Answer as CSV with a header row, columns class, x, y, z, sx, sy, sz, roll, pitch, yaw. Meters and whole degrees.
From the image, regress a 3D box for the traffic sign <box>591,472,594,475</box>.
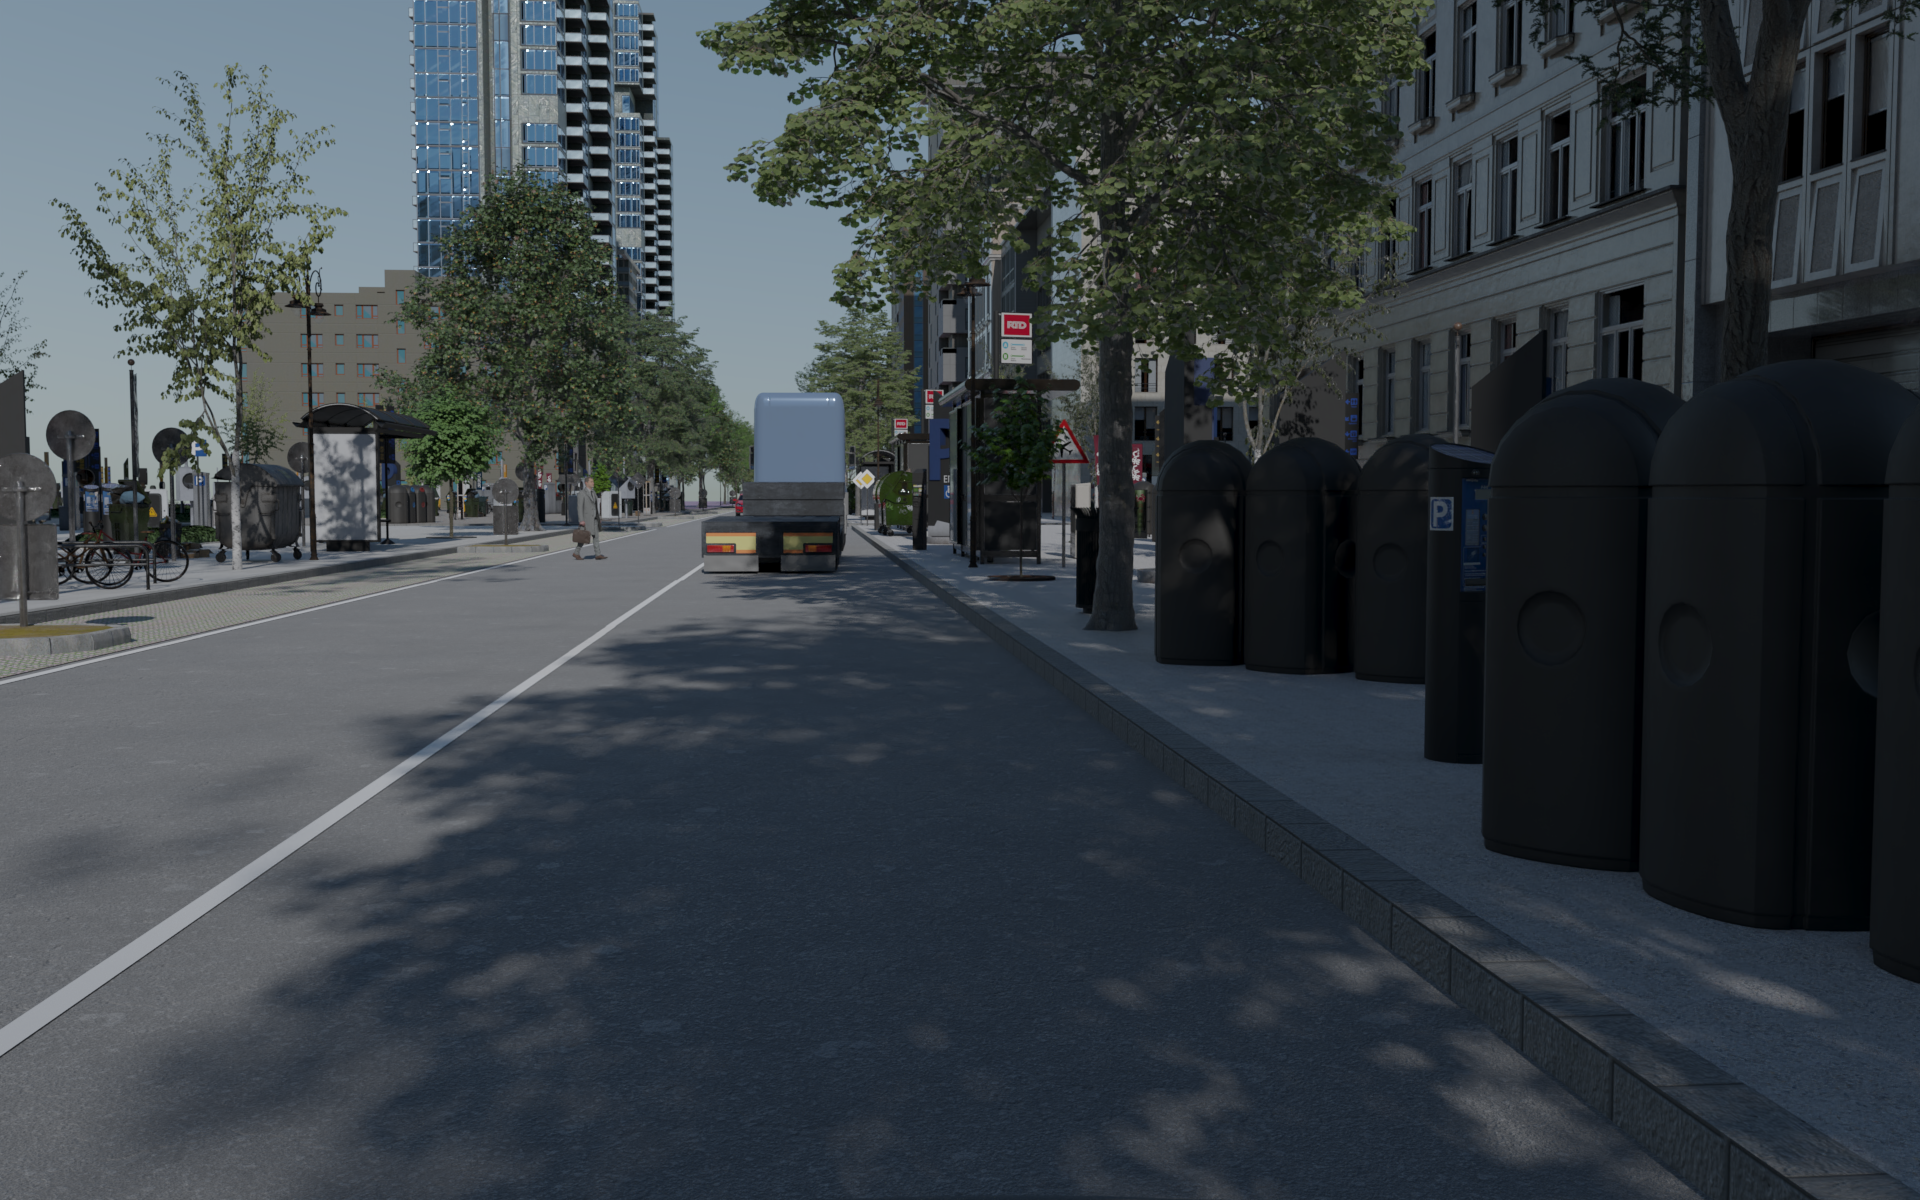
class,x,y,z,sx,sy,sz,roll,pitch,yaw
traffic sign,-21.007,-6.052,98.950,0.884,2.594,0.081,0,4,4

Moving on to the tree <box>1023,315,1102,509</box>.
class,x,y,z,sx,sy,sz,roll,pitch,yaw
tree,5.199,-7.235,68.647,4.360,8.622,3.978,0,3,0

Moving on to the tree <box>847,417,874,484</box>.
class,x,y,z,sx,sy,sz,roll,pitch,yaw
tree,-7.544,-11.115,132.086,4.737,8.622,4.395,0,3,0

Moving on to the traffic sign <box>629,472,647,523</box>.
class,x,y,z,sx,sy,sz,roll,pitch,yaw
traffic sign,-14.240,-4.465,76.647,0.795,2.450,0.064,0,4,-5

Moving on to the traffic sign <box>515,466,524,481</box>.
class,x,y,z,sx,sy,sz,roll,pitch,yaw
traffic sign,-17.017,-4.136,67.728,0.768,2.556,0.104,0,4,2

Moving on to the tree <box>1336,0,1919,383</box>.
class,x,y,z,sx,sy,sz,roll,pitch,yaw
tree,2.918,-4.421,6.704,7.601,10.594,8.767,-3,5,-40

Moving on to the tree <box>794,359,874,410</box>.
class,x,y,z,sx,sy,sz,roll,pitch,yaw
tree,-14.065,-22.166,218.307,12.611,20.169,13.585,0,3,0

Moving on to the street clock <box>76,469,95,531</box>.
class,x,y,z,sx,sy,sz,roll,pitch,yaw
street clock,-25.153,-2.770,49.856,0.471,2.002,0.358,-1,4,-21

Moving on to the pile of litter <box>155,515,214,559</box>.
class,x,y,z,sx,sy,sz,roll,pitch,yaw
pile of litter,-15.751,-1.296,35.161,1.176,0.858,1.719,0,3,0

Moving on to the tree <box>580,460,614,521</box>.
class,x,y,z,sx,sy,sz,roll,pitch,yaw
tree,-17.352,-5.472,84.061,1.663,3.219,1.824,0,3,0

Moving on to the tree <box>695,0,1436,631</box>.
class,x,y,z,sx,sy,sz,roll,pitch,yaw
tree,1.358,-6.015,16.466,7.486,12.596,7.792,0,3,0

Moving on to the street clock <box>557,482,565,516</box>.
class,x,y,z,sx,sy,sz,roll,pitch,yaw
street clock,-23.672,-6.041,103.341,0.358,2.002,0.471,2,4,34

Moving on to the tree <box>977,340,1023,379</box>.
class,x,y,z,sx,sy,sz,roll,pitch,yaw
tree,1.816,-7.905,79.616,4.360,8.622,3.978,0,3,0

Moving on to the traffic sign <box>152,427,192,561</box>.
class,x,y,z,sx,sy,sz,roll,pitch,yaw
traffic sign,-15.036,-2.015,33.055,0.768,2.556,0.104,0,4,0

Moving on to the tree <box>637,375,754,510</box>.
class,x,y,z,sx,sy,sz,roll,pitch,yaw
tree,-23.221,-13.324,143.606,9.928,11.665,9.643,0,3,0

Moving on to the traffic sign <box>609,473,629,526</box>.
class,x,y,z,sx,sy,sz,roll,pitch,yaw
traffic sign,-13.535,-3.979,68.693,0.795,2.450,0.064,0,4,-5

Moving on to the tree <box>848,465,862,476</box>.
class,x,y,z,sx,sy,sz,roll,pitch,yaw
tree,-18.095,-19.727,248.297,9.928,11.665,9.643,0,3,0

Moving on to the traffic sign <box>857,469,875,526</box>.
class,x,y,z,sx,sy,sz,roll,pitch,yaw
traffic sign,-3.727,-4.030,69.538,0.795,2.450,0.064,0,4,-5

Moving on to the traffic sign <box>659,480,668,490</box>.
class,x,y,z,sx,sy,sz,roll,pitch,yaw
traffic sign,-25.517,-9.114,149.116,0.768,2.556,0.104,0,4,-1

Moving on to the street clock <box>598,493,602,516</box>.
class,x,y,z,sx,sy,sz,roll,pitch,yaw
street clock,-21.100,-5.948,101.824,0.471,2.002,0.358,0,4,-1

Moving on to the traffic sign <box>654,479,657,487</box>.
class,x,y,z,sx,sy,sz,roll,pitch,yaw
traffic sign,-24.829,-8.527,139.522,0.768,2.556,0.104,0,4,-1

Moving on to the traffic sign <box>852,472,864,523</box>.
class,x,y,z,sx,sy,sz,roll,pitch,yaw
traffic sign,-4.432,-4.517,77.492,0.795,2.450,0.064,0,4,-5

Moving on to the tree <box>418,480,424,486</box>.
class,x,y,z,sx,sy,sz,roll,pitch,yaw
tree,-37.712,-10.455,121.301,4.737,8.622,4.395,0,3,0

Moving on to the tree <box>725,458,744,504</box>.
class,x,y,z,sx,sy,sz,roll,pitch,yaw
tree,-30.374,-16.940,227.325,4.360,8.622,3.978,0,3,0

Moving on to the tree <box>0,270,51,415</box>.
class,x,y,z,sx,sy,sz,roll,pitch,yaw
tree,-30.037,-6.262,52.754,4.360,8.622,3.978,0,3,0

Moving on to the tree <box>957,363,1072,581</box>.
class,x,y,z,sx,sy,sz,roll,pitch,yaw
tree,0.779,-1.910,25.825,1.663,3.219,1.824,0,3,0

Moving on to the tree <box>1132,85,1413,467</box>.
class,x,y,z,sx,sy,sz,roll,pitch,yaw
tree,5.254,-4.816,29.107,4.360,8.622,3.978,0,3,0

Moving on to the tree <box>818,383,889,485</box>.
class,x,y,z,sx,sy,sz,roll,pitch,yaw
tree,-11.102,-15.964,171.382,12.009,13.543,11.850,0,3,0

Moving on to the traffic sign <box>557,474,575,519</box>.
class,x,y,z,sx,sy,sz,roll,pitch,yaw
traffic sign,-18.133,-4.873,79.684,0.884,2.594,0.081,0,4,3

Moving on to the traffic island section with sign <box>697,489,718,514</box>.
class,x,y,z,sx,sy,sz,roll,pitch,yaw
traffic island section with sign,-18.658,-7.188,126.158,1.989,1.847,2.006,0,4,-5

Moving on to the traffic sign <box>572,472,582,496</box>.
class,x,y,z,sx,sy,sz,roll,pitch,yaw
traffic sign,-20.420,-5.541,91.787,0.795,2.450,0.064,0,4,-3

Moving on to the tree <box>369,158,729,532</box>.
class,x,y,z,sx,sy,sz,roll,pitch,yaw
tree,-14.900,-8.710,59.414,9.611,12.733,9.660,0,3,0

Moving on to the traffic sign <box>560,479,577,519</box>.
class,x,y,z,sx,sy,sz,roll,pitch,yaw
traffic sign,-20.464,-5.536,90.525,0.884,2.594,0.081,0,4,3

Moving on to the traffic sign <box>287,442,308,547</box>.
class,x,y,z,sx,sy,sz,roll,pitch,yaw
traffic sign,-16.036,-2.578,42.253,0.768,2.556,0.104,0,4,3

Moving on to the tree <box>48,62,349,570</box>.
class,x,y,z,sx,sy,sz,roll,pitch,yaw
tree,-12.509,-4.819,29.149,4.737,8.622,4.395,0,3,0

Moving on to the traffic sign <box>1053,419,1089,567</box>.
class,x,y,z,sx,sy,sz,roll,pitch,yaw
traffic sign,1.811,-1.847,30.205,0.884,2.594,0.081,0,4,2

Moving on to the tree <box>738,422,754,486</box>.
class,x,y,z,sx,sy,sz,roll,pitch,yaw
tree,-37.572,-24.571,308.396,9.857,13.997,8.962,0,3,0

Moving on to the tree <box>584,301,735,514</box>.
class,x,y,z,sx,sy,sz,roll,pitch,yaw
tree,-20.406,-12.638,113.284,9.857,13.997,8.962,0,3,0

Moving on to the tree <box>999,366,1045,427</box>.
class,x,y,z,sx,sy,sz,roll,pitch,yaw
tree,2.808,-9.184,100.518,4.737,8.622,4.395,0,3,0

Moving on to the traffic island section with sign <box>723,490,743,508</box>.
class,x,y,z,sx,sy,sz,roll,pitch,yaw
traffic island section with sign,-23.100,-10.260,176.378,1.989,1.847,2.006,0,4,-5

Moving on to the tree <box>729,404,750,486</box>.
class,x,y,z,sx,sy,sz,roll,pitch,yaw
tree,-24.987,-15.236,166.115,9.611,12.733,9.660,0,3,0

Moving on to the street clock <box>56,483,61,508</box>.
class,x,y,z,sx,sy,sz,roll,pitch,yaw
street clock,-58.262,-6.566,111.921,0.358,2.002,0.471,-1,4,-16

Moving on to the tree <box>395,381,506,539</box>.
class,x,y,z,sx,sy,sz,roll,pitch,yaw
tree,-14.933,-4.080,50.420,4.285,4.588,4.351,0,3,0

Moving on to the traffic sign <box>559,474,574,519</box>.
class,x,y,z,sx,sy,sz,roll,pitch,yaw
traffic sign,-19.851,-5.340,87.407,0.768,2.556,0.104,0,4,1

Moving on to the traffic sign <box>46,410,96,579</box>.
class,x,y,z,sx,sy,sz,roll,pitch,yaw
traffic sign,-13.460,-1.597,26.222,0.768,2.556,0.104,0,4,3

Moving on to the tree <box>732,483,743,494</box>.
class,x,y,z,sx,sy,sz,roll,pitch,yaw
tree,-33.351,-16.165,258.899,1.663,3.219,1.824,0,3,0
